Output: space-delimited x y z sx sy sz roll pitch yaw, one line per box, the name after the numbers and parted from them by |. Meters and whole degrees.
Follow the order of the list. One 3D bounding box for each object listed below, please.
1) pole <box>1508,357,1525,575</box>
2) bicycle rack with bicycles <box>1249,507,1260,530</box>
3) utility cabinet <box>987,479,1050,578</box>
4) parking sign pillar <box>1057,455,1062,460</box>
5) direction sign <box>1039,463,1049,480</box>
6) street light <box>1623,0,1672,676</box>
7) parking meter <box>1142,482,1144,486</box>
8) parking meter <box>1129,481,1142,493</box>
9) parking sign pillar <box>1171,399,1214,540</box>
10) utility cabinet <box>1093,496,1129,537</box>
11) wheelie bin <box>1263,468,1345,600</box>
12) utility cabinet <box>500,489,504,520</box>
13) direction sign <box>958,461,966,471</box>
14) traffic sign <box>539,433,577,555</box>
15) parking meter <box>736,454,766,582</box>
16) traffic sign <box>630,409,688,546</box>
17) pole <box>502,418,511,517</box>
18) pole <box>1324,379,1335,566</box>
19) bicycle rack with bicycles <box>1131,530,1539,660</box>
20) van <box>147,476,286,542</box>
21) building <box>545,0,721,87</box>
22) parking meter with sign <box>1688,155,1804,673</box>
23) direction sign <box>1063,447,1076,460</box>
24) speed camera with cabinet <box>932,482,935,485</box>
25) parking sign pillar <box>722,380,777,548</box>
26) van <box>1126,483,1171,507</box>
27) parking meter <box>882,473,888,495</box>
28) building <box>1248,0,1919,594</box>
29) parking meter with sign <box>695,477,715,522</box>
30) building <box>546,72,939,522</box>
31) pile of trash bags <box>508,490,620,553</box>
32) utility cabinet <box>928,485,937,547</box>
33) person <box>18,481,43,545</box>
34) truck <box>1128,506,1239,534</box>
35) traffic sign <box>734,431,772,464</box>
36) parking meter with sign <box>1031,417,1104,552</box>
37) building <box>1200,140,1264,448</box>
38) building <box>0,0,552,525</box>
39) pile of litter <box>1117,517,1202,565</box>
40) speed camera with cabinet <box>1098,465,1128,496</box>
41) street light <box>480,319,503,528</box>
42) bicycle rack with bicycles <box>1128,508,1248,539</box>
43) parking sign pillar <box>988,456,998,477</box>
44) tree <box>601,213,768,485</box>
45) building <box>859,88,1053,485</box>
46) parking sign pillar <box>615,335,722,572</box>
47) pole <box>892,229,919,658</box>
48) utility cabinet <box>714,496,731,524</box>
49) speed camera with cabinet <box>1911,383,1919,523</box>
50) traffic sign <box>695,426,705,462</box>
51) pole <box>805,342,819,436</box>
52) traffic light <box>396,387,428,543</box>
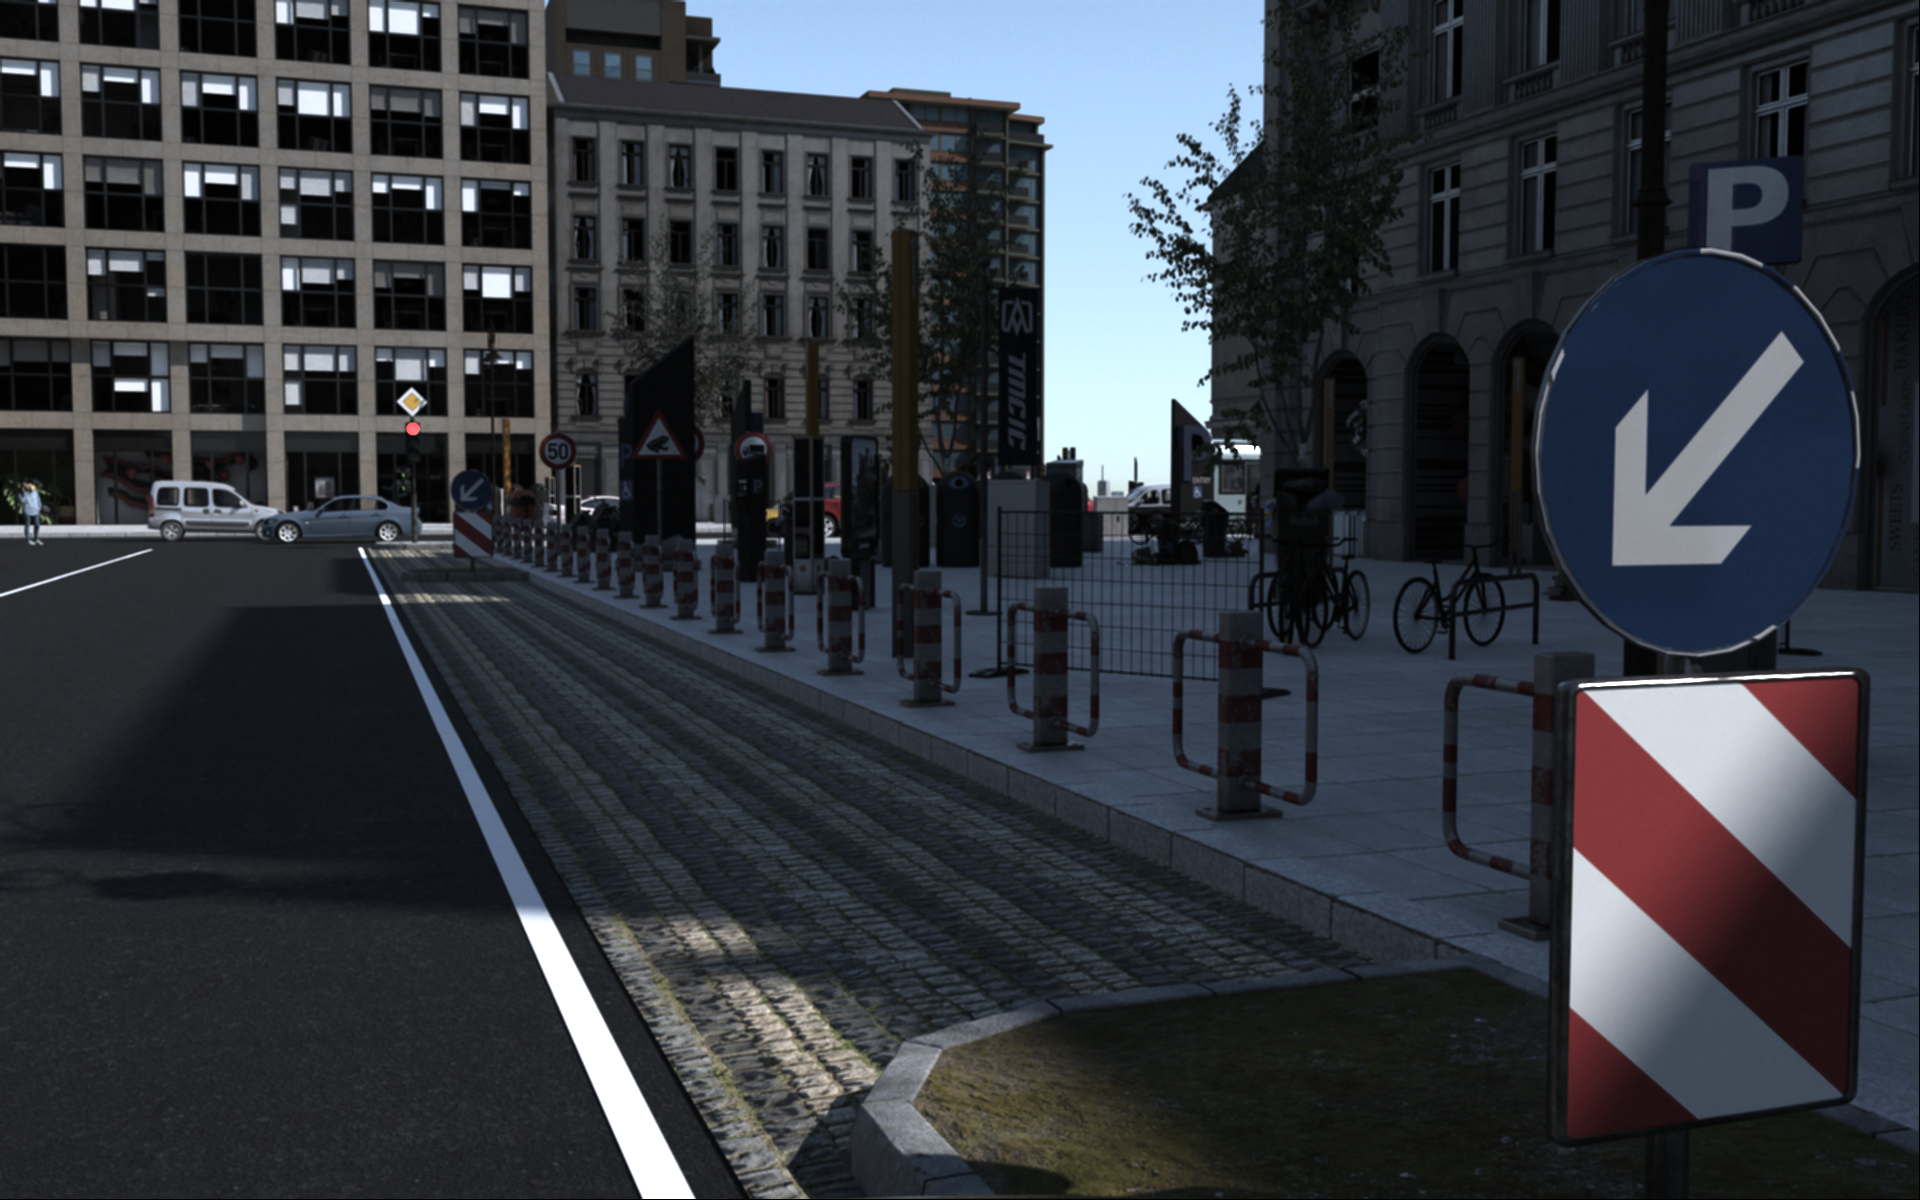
8.360 -1.967 26.003 0.158 3.312 0.155 0 3 0 | pole
9.131 -2.042 46.774 2.852 0.926 2.925 -2 4 -35 | bicycle rack with bicycles
0.884 -1.096 26.598 0.318 1.500 1.173 -3 5 -41 | utility cabinet
7.252 -8.085 120.664 1.447 3.967 1.447 2 4 30 | parking sign pillar
6.545 -8.553 131.834 0.876 3.537 0.379 -1 4 -12 | direction sign
2.265 -2.009 5.628 0.468 5.910 1.993 -1 4 -20 | street light
8.912 -4.888 85.637 0.255 1.863 0.399 1 4 20 | parking meter
7.660 -4.325 76.430 0.399 1.863 0.255 2 4 35 | parking meter
6.636 -3.726 49.390 1.447 3.967 1.447 -2 4 -35 | parking sign pillar
4.501 -2.478 51.685 1.020 1.237 0.306 -1 4 -15 | utility cabinet
4.141 -0.792 20.863 0.980 1.594 0.693 0 4 6 | wheelie bin
-18.572 -3.766 70.256 0.318 1.500 1.173 1 4 18 | utility cabinet
0.143 -7.814 119.753 0.379 3.537 0.876 -2 4 -35 | direction sign
-8.380 -2.204 36.138 0.768 2.556 0.104 -1 4 -18 | traffic sign
-3.043 -1.195 25.249 0.255 1.863 0.399 3 5 40 | parking meter
-4.632 -1.632 26.695 0.884 2.594 0.081 -1 4 -18 | traffic sign
-12.246 -3.239 46.806 0.158 3.312 0.155 0 3 0 | pole
6.532 -2.254 30.689 0.158 3.312 0.155 0 3 0 | pole
3.479 -0.075 14.610 2.852 0.926 2.925 3 5 40 | bicycle rack with bicycles
-22.846 -2.843 53.487 4.112 2.044 2.013 -1 4 -21 | van
-29.711 -30.849 154.491 14.600 45.320 14.200 -1 4 -20 | building
3.736 -0.742 8.393 0.543 3.016 1.738 2 4 26 | parking meter with sign
5.299 -5.643 84.267 0.379 3.537 0.876 -3 5 -40 | direction sign
-2.885 -8.541 133.982 2.038 3.252 0.660 3 5 41 | speed camera with cabinet
-5.118 -3.245 41.530 1.447 3.967 1.447 -1 4 -23 | parking sign pillar
7.298 -3.706 67.604 4.112 2.044 2.013 -1 4 -18 | van
-2.123 -2.497 46.540 0.399 1.863 0.255 0 4 0 | parking meter
15.942 -11.402 28.220 13.314 21.916 24.055 -1 4 -20 | building
-11.773 -5.024 78.402 1.738 3.016 0.543 -1 4 -22 | parking meter with sign
-11.249 -14.399 84.580 18.267 20.994 9.793 -1 4 -20 | building
-8.346 -1.770 38.693 3.447 1.369 1.912 -2 4 -30 | pile of trash bags
-0.485 -2.018 41.672 1.173 1.500 0.318 1 4 13 | utility cabinet
-26.181 -2.448 48.791 0.793 1.790 0.793 0 4 5 | person
13.751 -4.584 64.702 18.799 4.110 2.967 -1 4 -18 | truck
-4.182 -2.139 35.083 0.768 2.556 0.104 -1 4 -12 | traffic sign
2.351 -2.586 38.549 1.738 3.016 0.543 2 4 30 | parking meter with sign
16.994 -14.910 94.681 40.483 20.767 10.553 -1 4 -20 | building
-37.497 -16.846 79.948 34.151 26.468 19.350 -1 4 -20 | building
3.652 -1.085 31.706 1.719 0.858 1.176 -1 4 -9 | pile of litter
10.318 -7.505 117.050 2.038 3.252 0.660 2 4 35 | speed camera with cabinet
-12.351 -4.465 45.785 0.468 5.910 1.993 -1 4 -20 | street light
5.890 -1.929 44.922 2.925 0.926 2.852 1 4 9 | bicycle rack with bicycles
2.090 -8.162 121.913 1.447 3.967 1.447 -3 5 -44 | parking sign pillar
-7.348 -5.876 46.431 4.360 8.622 3.978 0 3 0 | tree
-4.412 -32.798 190.879 28.867 44.769 22.147 -1 4 -20 | building
-5.099 -2.489 29.167 1.447 3.967 1.447 3 5 42 | parking sign pillar
-0.427 -1.203 13.518 0.158 3.312 0.155 0 3 0 | pole
-10.162 -3.933 75.463 1.020 1.237 0.306 1 4 14 | utility cabinet
8.505 -1.181 13.651 2.038 3.252 0.660 -1 4 -19 | speed camera with cabinet
-4.888 -1.865 30.601 0.768 2.556 0.104 -1 4 -17 | traffic sign
-1.991 -1.807 23.396 0.158 3.312 0.155 0 3 0 | pole
-14.365 -3.457 45.443 0.839 4.253 0.868 -1 4 -20 | traffic light
